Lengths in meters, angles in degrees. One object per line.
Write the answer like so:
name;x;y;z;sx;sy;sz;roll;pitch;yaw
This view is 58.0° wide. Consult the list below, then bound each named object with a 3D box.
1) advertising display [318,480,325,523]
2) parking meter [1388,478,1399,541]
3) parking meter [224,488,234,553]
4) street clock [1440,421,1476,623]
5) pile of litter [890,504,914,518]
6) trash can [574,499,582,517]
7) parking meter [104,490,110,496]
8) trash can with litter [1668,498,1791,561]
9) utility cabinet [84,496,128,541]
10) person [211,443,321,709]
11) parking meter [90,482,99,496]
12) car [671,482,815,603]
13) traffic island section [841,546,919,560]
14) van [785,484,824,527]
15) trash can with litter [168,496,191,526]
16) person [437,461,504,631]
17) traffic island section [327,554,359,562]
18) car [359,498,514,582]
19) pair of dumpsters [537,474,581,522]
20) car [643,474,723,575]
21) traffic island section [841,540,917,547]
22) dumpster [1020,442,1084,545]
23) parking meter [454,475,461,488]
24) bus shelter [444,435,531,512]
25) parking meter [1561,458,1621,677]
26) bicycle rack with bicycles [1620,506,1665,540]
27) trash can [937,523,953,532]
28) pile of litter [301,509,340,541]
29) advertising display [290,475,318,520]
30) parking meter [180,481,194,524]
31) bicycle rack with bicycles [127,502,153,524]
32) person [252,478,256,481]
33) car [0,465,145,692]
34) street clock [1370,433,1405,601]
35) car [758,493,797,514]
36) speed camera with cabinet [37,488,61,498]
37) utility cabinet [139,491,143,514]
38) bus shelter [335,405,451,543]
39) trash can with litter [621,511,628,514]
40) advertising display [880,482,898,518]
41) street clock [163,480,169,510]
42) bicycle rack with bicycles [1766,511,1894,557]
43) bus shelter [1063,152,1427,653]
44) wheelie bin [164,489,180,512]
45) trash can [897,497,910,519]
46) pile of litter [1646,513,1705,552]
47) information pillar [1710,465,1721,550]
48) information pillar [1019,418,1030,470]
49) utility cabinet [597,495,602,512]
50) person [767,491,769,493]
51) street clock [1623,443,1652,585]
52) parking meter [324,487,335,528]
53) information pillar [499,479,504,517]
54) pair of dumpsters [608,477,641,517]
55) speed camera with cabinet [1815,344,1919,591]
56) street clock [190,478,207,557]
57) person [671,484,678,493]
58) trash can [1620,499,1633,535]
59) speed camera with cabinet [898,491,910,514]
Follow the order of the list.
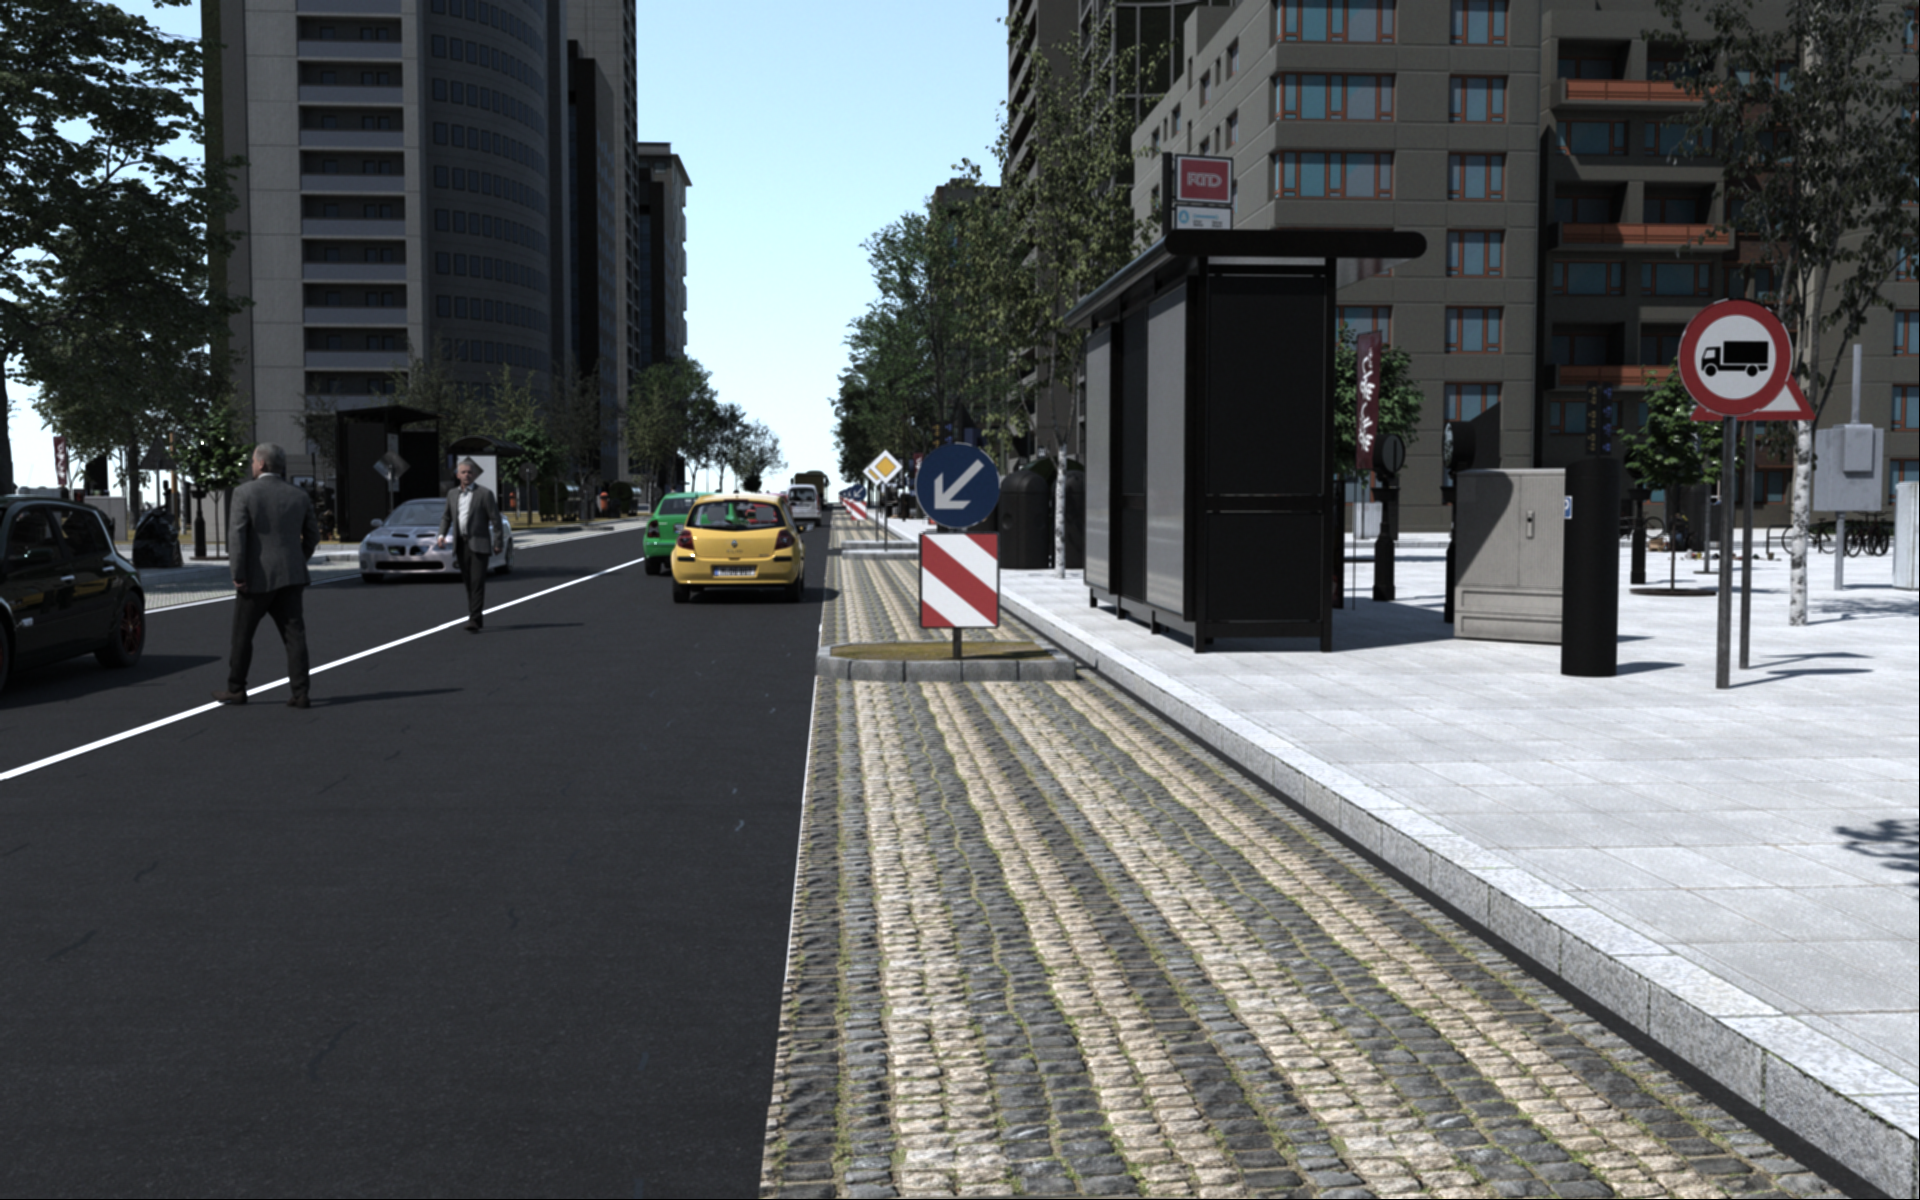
advertising display;-29.068;-4.450;77.966;0.974;1.923;0.123;-2;4;-32
parking meter;11.895;-2.559;47.551;0.255;1.863;0.399;1;4;21
parking meter;-15.840;-1.796;37.779;0.372;1.533;0.369;0;3;0
street clock;4.950;-0.775;17.240;0.358;2.002;0.471;0;4;3
pile of litter;-3.070;-4.799;92.429;1.176;0.858;1.719;-1;4;-22
trash can;-21.044;-5.138;95.659;0.748;1.137;0.748;0;3;0
parking meter;-51.781;-5.912;105.069;0.372;1.533;0.369;0;3;0
trash can with litter;15.154;-1.397;33.891;2.233;1.210;1.678;2;4;31
utility cabinet;-23.214;-2.196;47.073;1.020;1.237;0.306;-1;4;-20
person;-4.717;-0.173;11.734;0.834;1.777;0.661;2;4;32
parking meter;-42.177;-4.814;84.426;0.399;1.863;0.255;2;4;33
car;-3.051;-0.861;24.294;2.015;1.641;3.980;0;4;-4
traffic island section;-1.635;-1.006;38.726;2.009;0.180;2.903;0;4;-4
van;-7.033;-4.286;77.096;2.013;2.044;4.112;0;4;-5
trash can with litter;-31.004;-3.567;69.372;2.233;1.210;1.678;-1;4;-18
person;-5.138;-0.563;18.110;0.661;1.777;0.834;0;4;1
traffic island section;-12.448;-0.958;37.950;2.009;0.180;2.903;0;4;-4
car;-8.930;-1.068;29.828;2.083;1.381;4.827;0;4;-4
pair of dumpsters;-18.653;-4.769;80.471;1.574;2.255;4.437;0;4;-4
car;-4.767;-1.425;32.092;1.959;1.807;4.718;0;4;-3
traffic island section;-2.212;-1.493;46.690;2.009;0.180;2.903;0;4;-4
dumpster;1.786;-1.869;33.045;1.502;2.255;1.985;0;4;-4
parking meter;-15.604;-2.967;54.229;0.399;1.863;0.255;-1;4;-21
bus shelter;-17.001;-4.202;62.624;2.014;3.302;5.546;0;4;-4
parking meter;4.466;-0.235;12.259;0.372;1.533;0.369;0;3;0
bicycle rack with bicycles;18.448;-2.228;49.816;2.925;0.926;2.852;3;4;37
trash can;-0.444;-2.707;55.907;0.748;1.137;0.748;0;3;0
pile of litter;-17.729;-2.070;47.815;1.176;0.858;1.719;-1;4;-19
advertising display;-22.831;-3.363;60.196;0.123;1.923;0.974;2;4;27
parking meter;-32.745;-4.134;73.302;0.399;1.863;0.255;1;4;18
bicycle rack with bicycles;-35.277;-3.700;73.883;2.852;0.926;2.925;0;4;6
person;-12.338;-1.301;30.525;0.760;1.731;0.466;2;4;28
car;-7.582;-0.192;12.922;2.009;1.686;4.222;0;4;-5
street clock;5.096;-0.990;20.763;0.471;2.002;0.358;-3;5;-41
car;-7.542;-3.637;68.499;2.155;1.783;4.494;0;4;-6
speed camera with cabinet;-25.442;-3.212;46.854;0.660;3.252;2.038;2;4;27
utility cabinet;-51.966;-6.180;109.722;0.318;1.500;1.173;-1;4;-23
bus shelter;-15.802;-3.507;48.623;1.731;3.624;6.357;0;4;-4
trash can with litter;-21.707;-6.080;110.794;1.055;1.170;0.624;0;4;-8
advertising display;-3.853;-5.432;94.030;0.974;1.923;0.123;0;4;-8
street clock;-41.378;-5.242;90.277;0.358;2.002;0.471;-2;4;-29
bicycle rack with bicycles;18.636;-1.417;36.558;2.925;0.926;2.852;-2;4;-28
bus shelter;2.369;-2.475;18.092;2.179;5.291;8.768;0;4;-4
wheelie bin;-45.385;-5.630;99.958;0.693;1.594;0.980;2;4;28
trash can;-2.946;-4.817;90.407;0.748;1.137;0.748;0;3;0
pile of litter;15.906;-1.514;38.726;1.719;0.858;1.176;1;4;12
information pillar;17.444;-2.165;39.887;0.304;2.012;0.304;-2;4;-27
information pillar;1.898;-3.651;51.052;0.183;3.616;0.504;-2;4;-29
utility cabinet;-19.723;-5.110;94.708;0.306;1.237;1.020;-1;4;-12
person;-16.970;-8.758;152.370;1.217;1.739;0.721;2;4;32
street clock;9.656;-1.225;24.606;0.471;2.002;0.358;1;4;18
parking meter;-23.940;-3.509;65.776;0.372;1.533;0.369;0;3;0
information pillar;-21.750;-4.727;81.775;0.304;2.012;0.304;-2;4;-31
pair of dumpsters;-19.403;-5.963;99.994;1.574;2.255;4.437;0;4;-4
speed camera with cabinet;12.554;-1.759;23.095;2.038;3.252;0.660;0;4;5
street clock;-15.578;-1.890;35.467;0.358;2.002;0.471;-3;4;-36
person;-10.293;-3.277;62.357;0.678;1.792;0.850;-2;4;-35
trash can;20.711;-2.603;54.217;0.748;1.137;0.748;0;3;0
speed camera with cabinet;-2.580;-6.550;101.422;2.038;3.252;0.660;1;4;18
